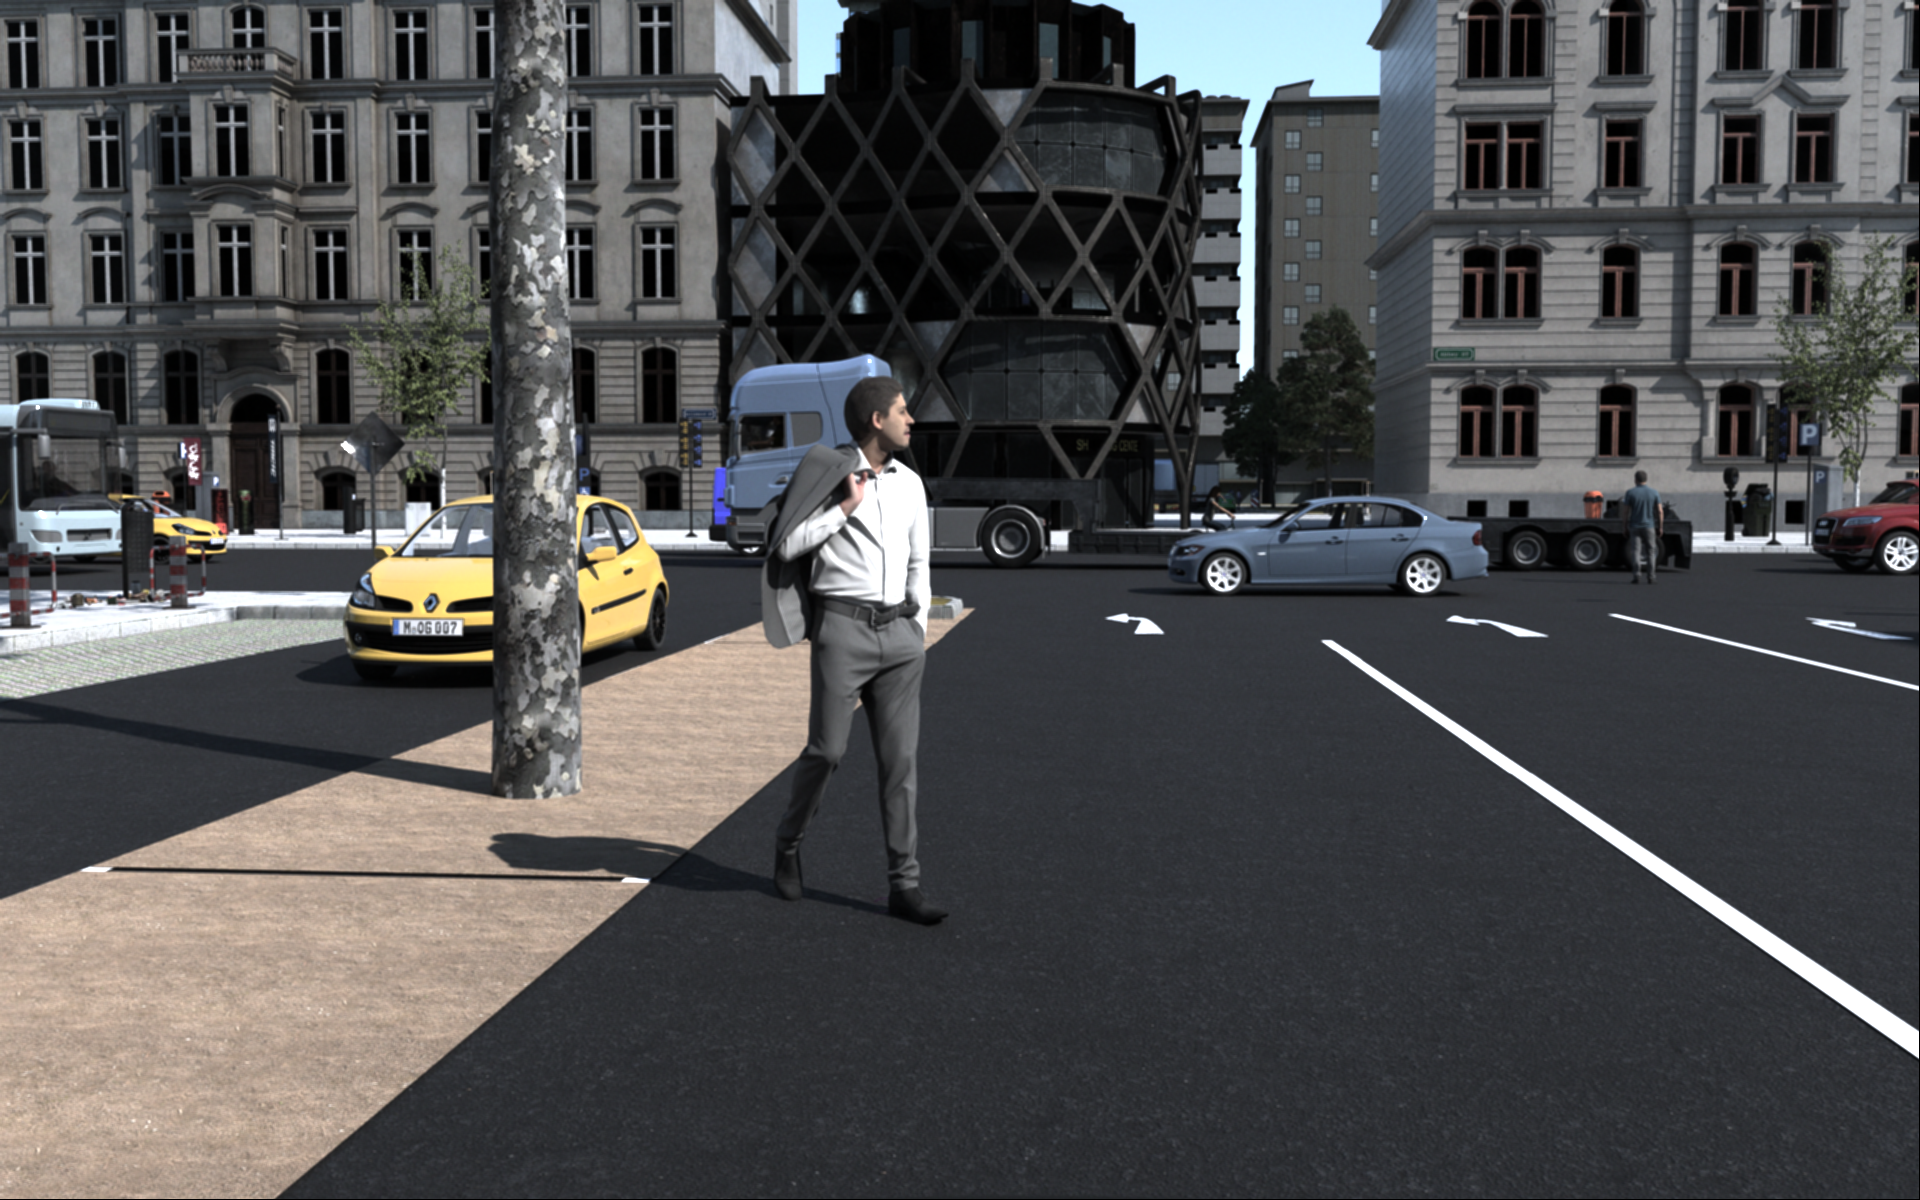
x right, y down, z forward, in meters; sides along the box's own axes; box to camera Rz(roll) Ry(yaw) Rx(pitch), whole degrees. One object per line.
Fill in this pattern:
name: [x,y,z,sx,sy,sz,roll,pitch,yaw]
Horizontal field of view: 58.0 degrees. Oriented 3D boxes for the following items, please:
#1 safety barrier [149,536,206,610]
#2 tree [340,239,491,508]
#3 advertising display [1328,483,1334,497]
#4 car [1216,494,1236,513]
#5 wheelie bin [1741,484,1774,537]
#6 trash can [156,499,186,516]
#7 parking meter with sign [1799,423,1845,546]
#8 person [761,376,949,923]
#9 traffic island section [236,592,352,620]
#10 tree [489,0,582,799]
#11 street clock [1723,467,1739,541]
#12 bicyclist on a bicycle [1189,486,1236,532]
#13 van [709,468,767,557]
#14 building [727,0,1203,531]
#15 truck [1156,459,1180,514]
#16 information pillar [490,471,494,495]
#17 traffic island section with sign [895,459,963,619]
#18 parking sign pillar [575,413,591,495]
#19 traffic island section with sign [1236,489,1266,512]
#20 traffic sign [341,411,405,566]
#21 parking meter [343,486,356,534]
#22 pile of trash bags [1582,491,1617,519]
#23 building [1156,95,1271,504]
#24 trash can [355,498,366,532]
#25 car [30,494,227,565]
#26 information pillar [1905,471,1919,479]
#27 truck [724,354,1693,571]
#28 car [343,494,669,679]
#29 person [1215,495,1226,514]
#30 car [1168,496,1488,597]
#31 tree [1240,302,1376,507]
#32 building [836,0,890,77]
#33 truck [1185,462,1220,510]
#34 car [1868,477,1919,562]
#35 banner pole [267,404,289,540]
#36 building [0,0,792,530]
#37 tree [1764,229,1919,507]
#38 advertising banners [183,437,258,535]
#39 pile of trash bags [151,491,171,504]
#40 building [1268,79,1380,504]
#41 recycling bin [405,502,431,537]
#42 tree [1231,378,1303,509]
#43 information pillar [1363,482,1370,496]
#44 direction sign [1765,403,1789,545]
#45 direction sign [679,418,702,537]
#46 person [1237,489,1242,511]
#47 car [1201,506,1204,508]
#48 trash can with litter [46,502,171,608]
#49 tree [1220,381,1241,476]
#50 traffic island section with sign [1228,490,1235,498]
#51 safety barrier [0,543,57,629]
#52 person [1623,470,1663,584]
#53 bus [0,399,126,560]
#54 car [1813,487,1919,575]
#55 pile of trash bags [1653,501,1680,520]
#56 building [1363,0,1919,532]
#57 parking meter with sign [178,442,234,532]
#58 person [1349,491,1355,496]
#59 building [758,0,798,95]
safety barrier: [-8.714,-0.308,19.311,0.300,0.817,1.120,0,4,5]
tree: [-15.075,-6.064,49.507,4.737,8.622,4.395,0,3,0]
advertising display: [21.889,-5.931,102.186,0.123,1.923,0.974,0,4,0]
car: [19.903,-7.479,131.075,1.959,1.807,4.718,0,4,5]
wheelie bin: [24.027,-2.704,52.114,0.980,1.594,0.693,-1,4,-11]
trash can: [-21.472,-2.174,47.193,0.748,1.137,0.748,0,3,0]
parking meter with sign: [21.647,-2.866,43.124,1.738,3.016,0.543,-2,4,-30]
person: [-0.379,0.162,5.947,0.679,1.850,0.850,-3,5,-40]
traffic island section: [-7.131,0.075,21.053,2.009,0.180,2.903,0,4,5]
tree: [-3.156,-9.191,8.626,12.611,20.169,13.585,0,3,0]
street clock: [21.005,-2.609,47.226,0.471,2.002,0.358,-3,5,-44]
bicyclist on a bicycle: [5.803,-1.771,38.981,1.625,1.676,1.499,0,4,4]
van: [-3.071,-2.180,40.025,5.245,2.365,2.240,0,4,3]
building: [0.777,-12.184,66.653,16.811,18.784,16.820,0,4,5]
truck: [14.903,-8.460,128.072,2.967,4.110,18.799,0,4,6]
information pillar: [-15.109,-3.173,56.373,0.304,2.012,0.304,-1,4,-14]
traffic island section with sign: [-0.988,-0.772,20.752,2.006,1.907,1.989,0,4,5]
parking sign pillar: [-12.368,-4.179,56.798,1.447,3.967,1.447,-1,4,-16]
traffic island section with sign: [23.153,-7.856,137.080,1.989,1.847,2.006,0,4,5]
traffic sign: [-7.107,-1.061,20.989,0.795,2.450,0.064,0,4,5]
parking meter: [-19.564,-2.879,55.490,0.372,1.533,0.369,0,3,0]
pile of trash bags: [31.133,-4.574,84.537,1.912,1.369,3.447,1,4,16]
building: [25.471,-39.190,229.995,27.495,52.752,28.713,0,4,5]
trash can: [-20.711,-2.915,59.319,0.748,1.137,0.748,0,3,0]
car: [-17.362,-1.581,36.067,3.980,1.641,2.015,0,4,5]
information pillar: [30.760,-3.149,55.986,0.304,2.012,0.304,-2,4,-33]
truck: [4.152,-2.684,33.643,18.799,4.110,2.967,0,4,6]
car: [-3.711,-0.266,14.574,2.015,1.641,3.980,0,4,5]
person: [16.782,-6.424,113.552,1.348,1.822,0.705,1,4,23]
car: [5.253,-0.792,24.958,4.499,1.417,2.014,0,4,4]
tree: [23.927,-12.598,113.398,7.806,13.903,7.818,0,3,0]
building: [-3.891,-56.040,228.929,31.000,86.520,22.319,0,4,5]
truck: [21.700,-10.234,156.245,2.839,4.237,11.283,0,4,4]
car: [21.524,-1.654,35.711,5.304,1.827,2.281,0,4,4]
banner pole: [-19.033,-3.558,48.194,0.401,3.779,0.863,0,4,4]
building: [-24.994,-15.207,67.725,34.723,24.649,14.460,0,4,5]
tree: [24.585,-5.961,47.822,4.737,8.622,4.395,0,3,0]
advertising banners: [-22.934,-3.518,53.707,2.074,3.025,0.090,-2,4,-29]
pile of trash bags: [-27.582,-2.868,56.644,3.447,1.369,1.912,0,4,-7]
building: [52.915,-39.082,228.221,27.495,52.752,28.713,0,4,5]
recycling bin: [-16.415,-2.441,52.472,0.722,1.027,0.722,-1,4,-13]
tree: [27.932,-13.964,154.059,9.928,11.665,9.643,0,3,0]
information pillar: [24.510,-6.121,104.571,0.304,2.012,0.304,3,5,40]
direction sign: [20.412,-3.140,43.337,0.379,3.537,0.876,0,4,-7]
direction sign: [-8.029,-3.649,51.665,0.379,3.537,0.876,3,4,39]
person: [23.927,-8.517,147.615,0.599,1.838,0.709,0,4,-2]
car: [24.156,-10.096,177.646,1.945,1.354,3.894,0,4,7]
trash can with litter: [-10.051,-0.574,20.449,1.678,1.210,2.233,1,4,11]
tree: [29.586,-16.093,170.538,7.806,13.903,7.818,0,3,0]
traffic island section with sign: [25.563,-9.525,164.369,1.989,1.847,2.006,0,4,5]
safety barrier: [-8.961,-0.136,16.502,0.300,0.817,1.120,0,4,5]
person: [10.925,-1.167,27.712,0.598,1.807,0.434,2,4,26]
bus: [-21.258,-2.238,31.447,13.247,3.499,2.948,0,4,6]
car: [18.271,-1.384,31.297,5.304,1.827,2.281,0,4,4]
pile of trash bags: [31.504,-4.116,77.051,3.447,1.369,1.912,3,5,40]
building: [27.481,-16.873,63.264,23.554,28.519,14.401,0,4,5]
parking meter with sign: [-25.404,-3.803,58.438,1.738,3.016,0.543,1,4,10]
person: [40.875,-10.463,180.363,1.217,1.735,0.721,-1,4,-18]
building: [-24.819,-35.856,128.250,21.231,58.520,28.212,0,4,5]
